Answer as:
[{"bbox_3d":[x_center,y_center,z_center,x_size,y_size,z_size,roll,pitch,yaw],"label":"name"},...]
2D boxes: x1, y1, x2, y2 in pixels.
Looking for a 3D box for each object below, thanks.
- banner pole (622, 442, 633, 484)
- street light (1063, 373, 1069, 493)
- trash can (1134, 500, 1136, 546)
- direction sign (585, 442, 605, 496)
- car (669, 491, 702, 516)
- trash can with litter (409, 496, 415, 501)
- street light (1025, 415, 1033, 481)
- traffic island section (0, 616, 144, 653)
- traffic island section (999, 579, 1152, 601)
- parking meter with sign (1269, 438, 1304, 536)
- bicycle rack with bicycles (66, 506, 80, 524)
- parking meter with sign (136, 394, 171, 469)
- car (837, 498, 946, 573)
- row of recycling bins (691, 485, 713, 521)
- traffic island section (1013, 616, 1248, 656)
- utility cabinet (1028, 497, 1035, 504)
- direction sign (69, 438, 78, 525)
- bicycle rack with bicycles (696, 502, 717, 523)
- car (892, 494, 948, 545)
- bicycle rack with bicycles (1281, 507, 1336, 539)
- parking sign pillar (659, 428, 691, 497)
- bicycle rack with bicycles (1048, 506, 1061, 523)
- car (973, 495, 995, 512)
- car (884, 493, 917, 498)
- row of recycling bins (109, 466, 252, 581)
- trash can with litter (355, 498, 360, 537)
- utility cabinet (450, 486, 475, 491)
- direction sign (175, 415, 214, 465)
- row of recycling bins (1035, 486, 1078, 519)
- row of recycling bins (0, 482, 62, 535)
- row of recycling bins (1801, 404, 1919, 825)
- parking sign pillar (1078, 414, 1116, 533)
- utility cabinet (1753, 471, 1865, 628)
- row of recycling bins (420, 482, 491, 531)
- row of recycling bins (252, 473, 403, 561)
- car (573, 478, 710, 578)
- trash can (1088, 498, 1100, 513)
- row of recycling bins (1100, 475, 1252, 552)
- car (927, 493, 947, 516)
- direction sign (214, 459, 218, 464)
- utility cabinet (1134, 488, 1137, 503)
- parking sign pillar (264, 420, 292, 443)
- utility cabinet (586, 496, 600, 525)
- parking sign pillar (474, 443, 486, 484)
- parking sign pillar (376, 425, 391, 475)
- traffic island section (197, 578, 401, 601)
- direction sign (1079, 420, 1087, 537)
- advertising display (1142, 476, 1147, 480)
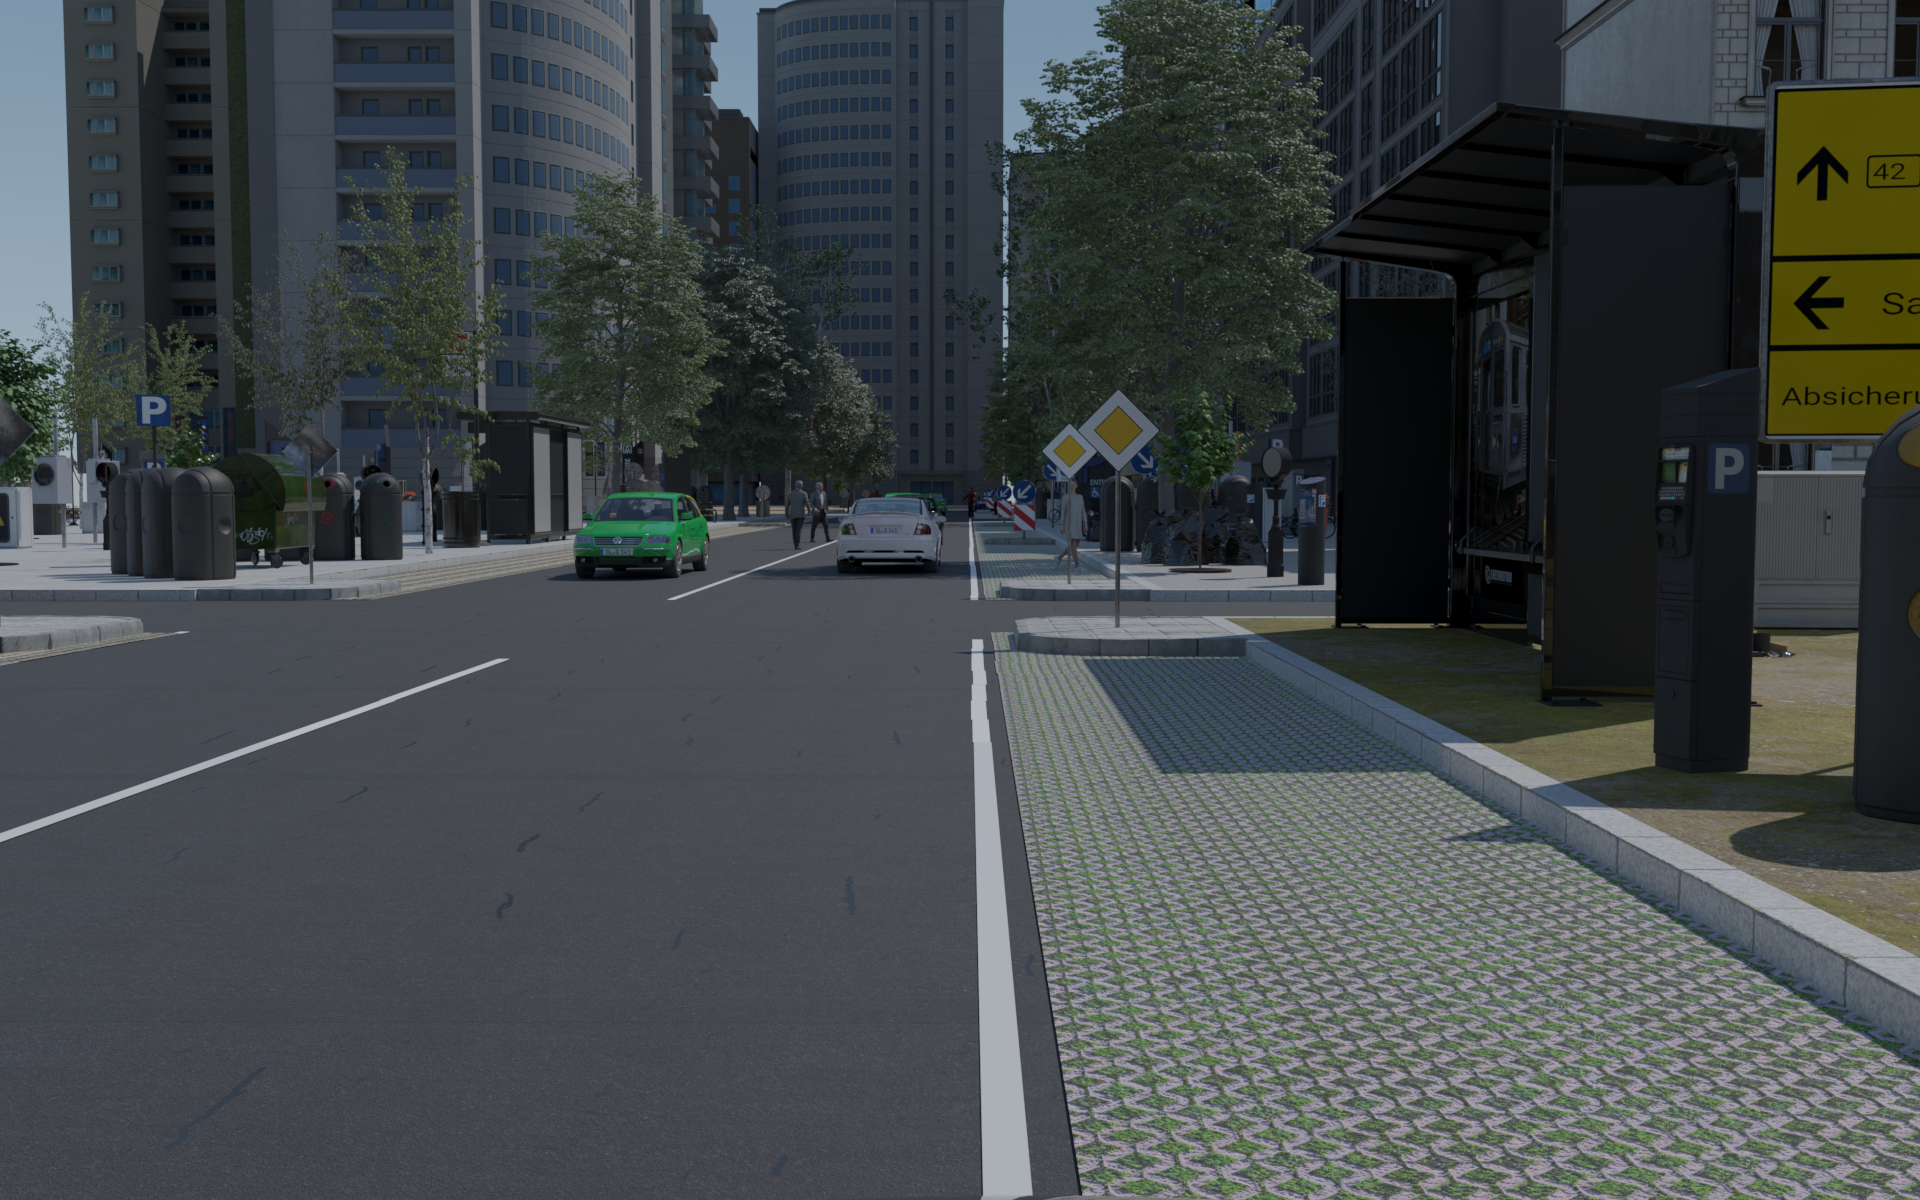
[{"bbox_3d":[-14.196,-5.086,73.171,0.863,3.779,0.401,-1,4,-9],"label":"banner pole"},{"bbox_3d":[3.769,-5.367,60.532,0.468,5.910,1.993,0,4,0],"label":"street light"},{"bbox_3d":[4.531,-1.921,43.068,0.748,1.137,0.748,0,3,0],"label":"trash can"},{"bbox_3d":[-15.824,-5.088,75.191,0.876,3.537,0.379,0,4,7],"label":"direction sign"},{"bbox_3d":[-6.743,-1.753,38.893,2.015,1.641,3.980,0,4,0],"label":"car"},{"bbox_3d":[-22.174,-3.601,69.931,1.678,1.210,2.233,-2,4,-26],"label":"trash can with litter"},{"bbox_3d":[3.954,-7.739,99.314,0.468,5.910,1.993,0,4,0],"label":"street light"},{"bbox_3d":[-9.307,0.340,16.718,2.009,0.180,2.903,0,4,0],"label":"traffic island section"},{"bbox_3d":[1.574,-0.145,24.644,2.009,0.180,2.903,0,4,0],"label":"traffic island section"},{"bbox_3d":[10.247,-3.498,53.454,0.543,3.016,1.738,-2,4,-25],"label":"parking meter with sign"},{"bbox_3d":[-38.553,-3.763,74.906,2.852,0.926,2.925,1,4,21],"label":"bicycle rack with bicycles"},{"bbox_3d":[-14.484,-2.137,31.194,0.543,3.016,1.738,-2,4,-24],"label":"parking meter with sign"},{"bbox_3d":[-1.309,-1.258,32.938,2.083,1.381,4.827,0,4,0],"label":"car"},{"bbox_3d":[-13.241,-4.580,82.001,3.534,1.692,1.069,2,4,23],"label":"row of recycling bins"},{"bbox_3d":[1.534,0.344,16.659,2.009,0.180,2.903,0,4,0],"label":"traffic island section"},{"bbox_3d":[4.303,-5.357,96.273,0.318,1.500,1.173,3,5,43],"label":"utility cabinet"},{"bbox_3d":[-36.264,-4.817,70.752,0.379,3.537,0.876,-2,4,-28],"label":"direction sign"},{"bbox_3d":[-11.847,-3.864,76.561,2.852,0.926,2.925,3,5,39],"label":"bicycle rack with bicycles"},{"bbox_3d":[-1.346,-2.452,49.878,2.009,1.686,4.222,0,4,-1],"label":"car"},{"bbox_3d":[9.458,-2.256,50.270,2.925,0.926,2.852,2,4,24],"label":"bicycle rack with bicycles"},{"bbox_3d":[-11.634,-5.030,70.718,1.447,3.967,1.447,-3,5,-44],"label":"parking sign pillar"},{"bbox_3d":[5.400,-3.931,77.648,2.925,0.926,2.852,-1,4,-10],"label":"bicycle rack with bicycles"},{"bbox_3d":[1.886,-7.594,136.738,1.945,1.354,3.894,0,4,-1],"label":"car"},{"bbox_3d":[-1.982,-3.210,61.280,1.959,1.807,4.718,0,4,0],"label":"car"},{"bbox_3d":[-12.304,-1.211,26.916,1.069,1.692,3.534,-3,5,-44],"label":"row of recycling bins"},{"bbox_3d":[-17.789,-2.424,51.024,0.624,1.170,1.055,1,4,20],"label":"trash can with litter"},{"bbox_3d":[-13.935,-2.454,48.796,0.318,1.500,1.173,-3,5,-43],"label":"utility cabinet"},{"bbox_3d":[-22.131,-3.547,49.991,0.876,3.537,0.379,-2,4,-28],"label":"direction sign"},{"bbox_3d":[5.613,-5.037,89.474,3.534,1.692,1.069,1,4,11],"label":"row of recycling bins"},{"bbox_3d":[-29.910,-2.920,54.855,3.534,1.692,1.069,1,4,19],"label":"row of recycling bins"},{"bbox_3d":[4.469,0.089,5.657,1.069,1.692,3.534,-1,4,-17],"label":"row of recycling bins"},{"bbox_3d":[4.597,-4.239,57.775,1.447,3.967,1.447,2,4,30],"label":"parking sign pillar"},{"bbox_3d":[8.076,-0.474,16.437,1.173,1.500,0.318,0,4,6],"label":"utility cabinet"},{"bbox_3d":[-17.416,-3.305,61.150,3.534,1.692,1.069,1,4,14],"label":"row of recycling bins"},{"bbox_3d":[-12.633,-1.615,33.518,3.534,1.692,1.069,-1,4,-14],"label":"row of recycling bins"},{"bbox_3d":[-5.635,-1.356,30.975,1.959,1.807,4.718,0,4,1],"label":"car"},{"bbox_3d":[4.831,-3.047,61.465,0.748,1.137,0.748,0,3,0],"label":"trash can"},{"bbox_3d":[4.789,-1.916,38.432,3.534,1.692,1.069,1,4,22],"label":"row of recycling bins"},{"bbox_3d":[-1.833,-6.524,115.460,1.959,1.807,4.718,0,4,-2],"label":"car"},{"bbox_3d":[-42.726,-6.529,98.740,0.876,3.537,0.379,0,4,-4],"label":"direction sign"},{"bbox_3d":[6.984,-3.666,68.624,0.318,1.500,1.173,-1,4,-18],"label":"utility cabinet"},{"bbox_3d":[-24.740,-4.587,63.466,1.447,3.967,1.447,2,4,35],"label":"parking sign pillar"},{"bbox_3d":[-12.857,-3.027,60.646,0.306,1.237,1.020,0,4,-2],"label":"utility cabinet"},{"bbox_3d":[-19.372,-5.077,71.484,1.447,3.967,1.447,-1,4,-10],"label":"parking sign pillar"},{"bbox_3d":[-22.194,-4.788,66.757,1.447,3.967,1.447,-1,4,-22],"label":"parking sign pillar"},{"bbox_3d":[-9.267,-0.148,24.703,2.009,0.180,2.903,0,4,0],"label":"traffic island section"},{"bbox_3d":[3.637,-3.644,51.578,0.379,3.537,0.876,1,4,17],"label":"direction sign"},{"bbox_3d":[6.617,-3.305,59.245,0.123,1.923,0.974,-3,5,-43],"label":"advertising display"}]
